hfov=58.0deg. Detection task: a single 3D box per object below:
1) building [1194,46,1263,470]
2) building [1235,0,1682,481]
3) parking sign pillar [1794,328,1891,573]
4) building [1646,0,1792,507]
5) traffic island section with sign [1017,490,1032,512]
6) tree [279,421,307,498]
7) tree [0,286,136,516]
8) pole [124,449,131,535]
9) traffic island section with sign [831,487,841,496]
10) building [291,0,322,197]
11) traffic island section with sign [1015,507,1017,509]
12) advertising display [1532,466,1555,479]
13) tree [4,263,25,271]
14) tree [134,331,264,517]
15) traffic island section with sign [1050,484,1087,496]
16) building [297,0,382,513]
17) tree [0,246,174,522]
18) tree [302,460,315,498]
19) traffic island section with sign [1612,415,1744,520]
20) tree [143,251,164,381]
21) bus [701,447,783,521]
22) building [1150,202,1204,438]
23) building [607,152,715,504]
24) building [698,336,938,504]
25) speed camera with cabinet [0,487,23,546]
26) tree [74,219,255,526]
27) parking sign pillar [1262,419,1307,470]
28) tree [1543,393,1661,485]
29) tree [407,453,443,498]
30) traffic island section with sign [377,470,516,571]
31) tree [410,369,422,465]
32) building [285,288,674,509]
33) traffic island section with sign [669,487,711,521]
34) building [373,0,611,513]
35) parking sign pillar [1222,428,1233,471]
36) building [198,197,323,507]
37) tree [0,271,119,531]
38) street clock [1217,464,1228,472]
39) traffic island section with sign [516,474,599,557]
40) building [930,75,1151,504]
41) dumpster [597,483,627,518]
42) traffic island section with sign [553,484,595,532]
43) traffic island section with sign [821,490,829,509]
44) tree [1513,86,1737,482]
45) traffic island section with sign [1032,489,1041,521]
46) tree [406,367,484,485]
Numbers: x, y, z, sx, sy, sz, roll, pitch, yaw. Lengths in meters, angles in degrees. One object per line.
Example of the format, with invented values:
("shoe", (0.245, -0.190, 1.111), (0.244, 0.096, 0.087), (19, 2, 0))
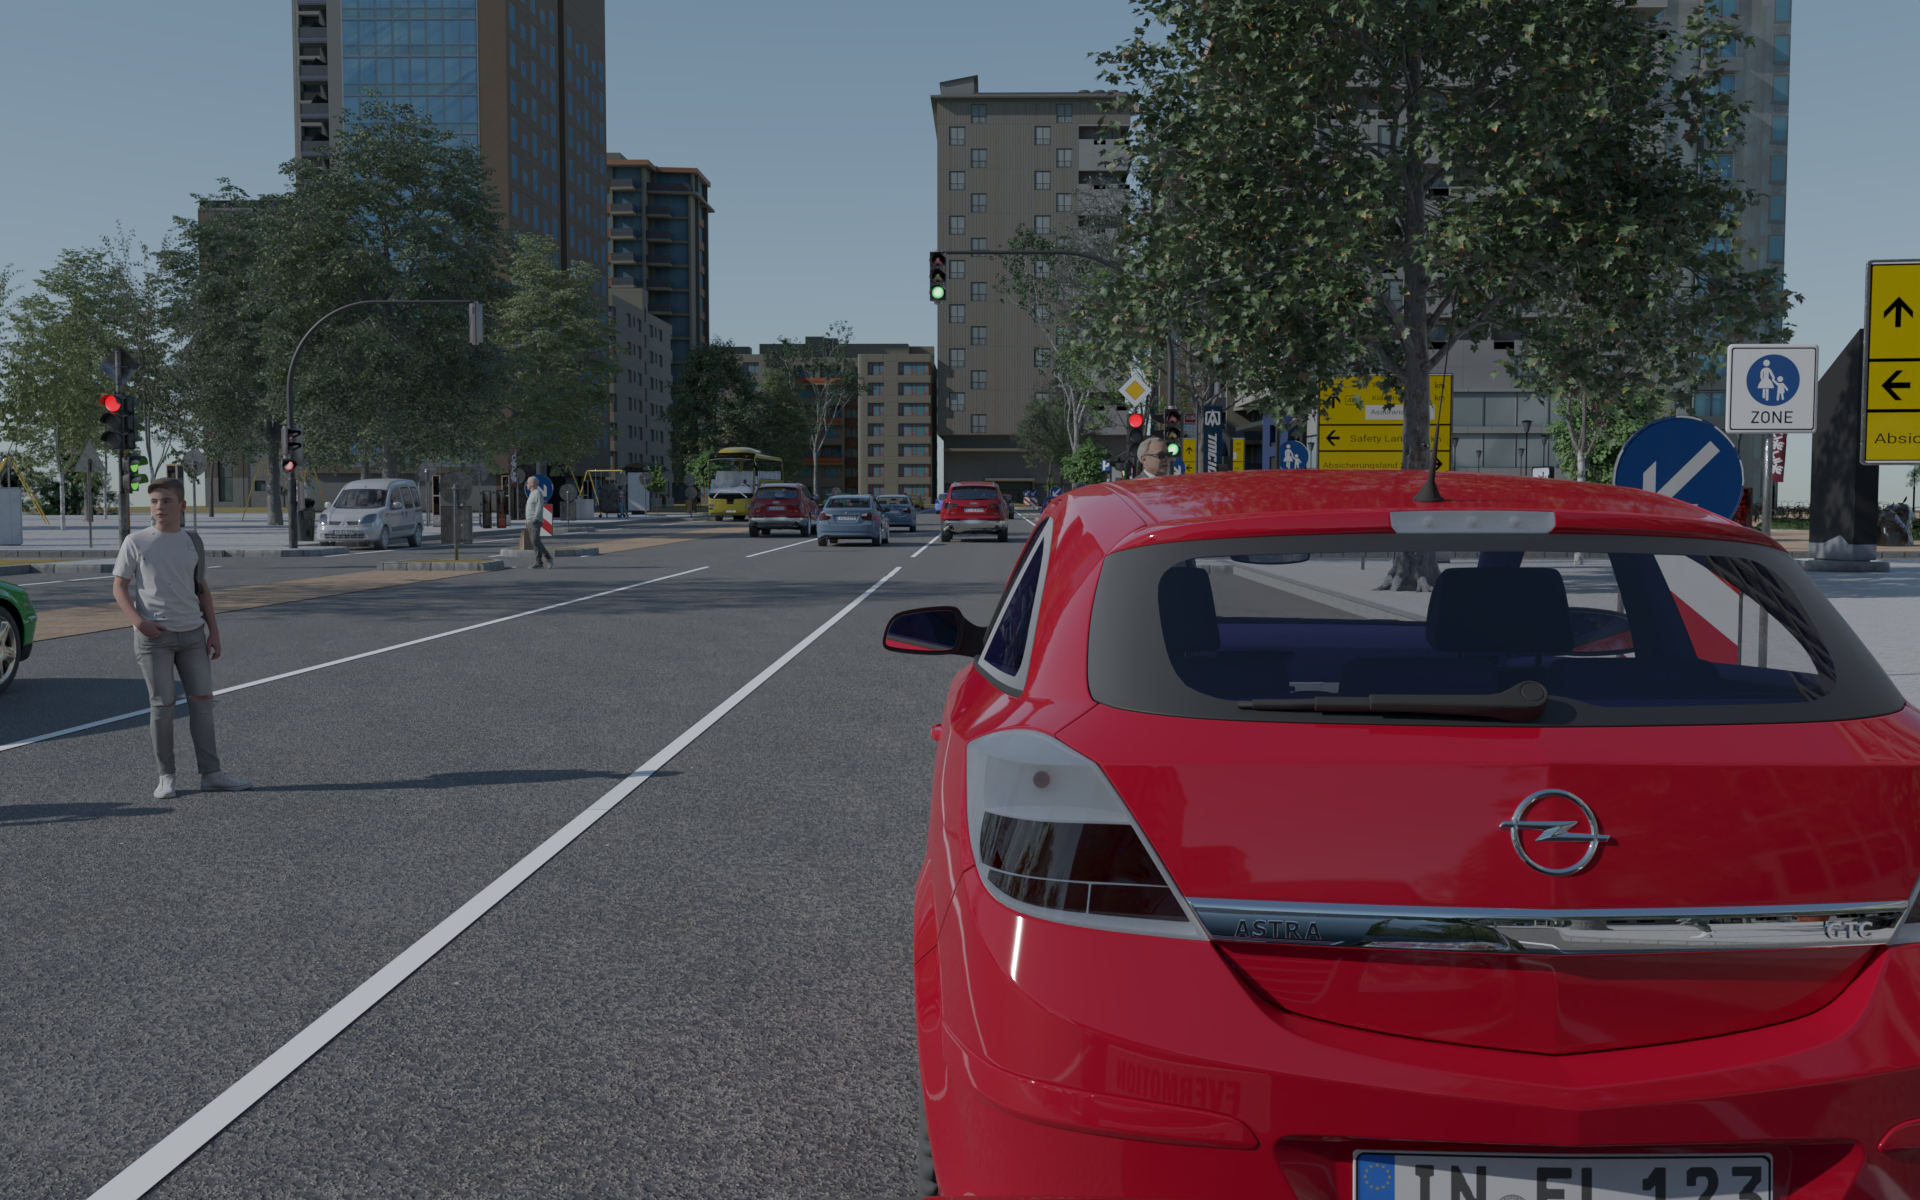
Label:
("building", (33.625, -31.049, 162.275), (22.147, 44.769, 28.867), (0, 4, 1))
("building", (36.573, -33.274, 133.269), (28.713, 52.752, 27.495), (0, 4, 1))
("parking sign pillar", (14.773, -2.473, 28.911), (1.447, 3.967, 1.447), (0, 4, -4))
("building", (60.828, -33.302, 164.099), (30.456, 49.044, 23.786), (0, 4, 1))
("traffic island section with sign", (5.925, -8.173, 142.252), (1.989, 1.847, 2.006), (0, 4, 1))
("tree", (-40.549, -9.546, 106.446), (4.737, 8.622, 4.395), (0, 3, 0))
("tree", (-60.625, -12.607, 107.947), (18.604, 14.587, 13.155), (-1, 4, -10))
("pole", (-21.070, -3.047, 43.662), (0.158, 3.312, 0.155), (0, 3, 0))
("traffic island section with sign", (-8.317, -6.569, 115.546), (2.006, 1.907, 1.989), (0, 4, 1))
("building", (-71.983, -47.993, 222.939), (20.611, 71.187, 20.563), (0, 4, 1))
("traffic island section with sign", (6.398, -9.821, 169.203), (1.989, 1.847, 2.006), (0, 4, 1))
("advertising display", (13.479, -2.134, 40.099), (0.123, 1.923, 0.974), (0, 4, -5))
("tree", (-30.199, -6.379, 54.654), (4.737, 8.622, 4.395), (0, 3, 0))
("tree", (-41.815, -9.891, 96.128), (8.767, 10.594, 7.601), (0, 4, -7))
("traffic island section with sign", (4.555, -3.506, 65.944), (1.989, 1.847, 2.006), (0, 4, 1))
("building", (-37.085, -28.942, 123.316), (14.600, 45.320, 14.200), (0, 4, 1))
("tree", (-39.938, -9.897, 79.948), (7.486, 12.596, 7.792), (0, 3, 0))
("tree", (-42.208, -9.906, 112.328), (4.360, 8.622, 3.978), (0, 3, 0))
("traffic island section with sign", (3.540, -0.056, 9.541), (1.989, 1.847, 2.006), (0, 4, 1))
("tree", (-28.103, -10.048, 70.943), (9.857, 13.997, 8.962), (0, 3, 0))
("bus", (-11.636, -6.298, 94.513), (2.896, 3.916, 12.252), (0, 4, 1))
("building", (31.866, -34.847, 219.862), (14.200, 45.320, 14.600), (0, 4, 1))
("building", (-47.219, -34.880, 224.907), (28.867, 44.769, 22.147), (0, 4, 1))
("building", (-17.823, -23.399, 227.616), (28.899, 21.520, 27.650), (0, 4, 1))
("speed camera with cabinet", (-24.380, -2.962, 42.772), (2.038, 3.252, 0.660), (-3, 4, -36))
("tree", (-21.863, -5.927, 47.262), (4.360, 8.622, 3.978), (0, 3, 0))
("parking sign pillar", (7.936, -3.298, 42.395), (1.447, 3.967, 1.447), (-2, 4, -24))
("tree", (17.410, -3.859, 46.816), (4.285, 4.588, 4.351), (0, 3, 0))
("tree", (-35.441, -9.977, 113.486), (4.737, 8.622, 4.395), (0, 3, 0))
("traffic island section with sign", (-9.794, -1.522, 33.014), (2.006, 1.907, 1.989), (0, 4, 1))
("tree", (-30.203, -11.350, 103.696), (7.486, 12.596, 7.792), (0, 3, 0))
("building", (-44.161, -19.519, 164.174), (28.899, 21.520, 27.650), (0, 4, 1))
("traffic island section with sign", (-14.483, -5.169, 93.134), (1.989, 1.847, 2.006), (0, 4, 1))
("building", (-36.554, -29.854, 138.216), (14.600, 45.320, 14.200), (0, 4, 1))
("parking sign pillar", (8.593, -4.261, 58.146), (1.447, 3.967, 1.447), (-2, 4, -30))
("building", (-65.520, -24.493, 172.166), (14.107, 30.474, 14.160), (0, 4, 1))
("tree", (-31.088, -6.724, 60.301), (4.737, 8.622, 4.395), (0, 3, 0))
("street clock", (6.382, -2.301, 42.191), (0.358, 2.002, 0.471), (0, 4, 1))
("traffic island section with sign", (-9.652, -1.975, 40.420), (2.006, 1.907, 1.989), (0, 4, 1))
("building", (10.377, -38.983, 226.607), (27.495, 52.752, 28.713), (0, 4, 1))
("dumpster", (-18.718, -5.346, 93.166), (1.264, 1.857, 1.865), (0, 4, 1))
("traffic island section with sign", (-14.971, -3.499, 65.834), (1.989, 1.847, 2.006), (0, 4, 1))
("traffic island section with sign", (-13.122, -9.843, 169.561), (1.989, 1.847, 2.006), (0, 4, 1))
("tree", (11.440, -4.938, 31.098), (4.360, 8.622, 3.978), (0, 3, 0))
("traffic island section with sign", (5.047, -5.177, 93.276), (1.989, 1.847, 2.006), (0, 4, 1))
("tree", (-25.150, -8.149, 83.602), (4.360, 8.622, 3.978), (0, 3, 0))
